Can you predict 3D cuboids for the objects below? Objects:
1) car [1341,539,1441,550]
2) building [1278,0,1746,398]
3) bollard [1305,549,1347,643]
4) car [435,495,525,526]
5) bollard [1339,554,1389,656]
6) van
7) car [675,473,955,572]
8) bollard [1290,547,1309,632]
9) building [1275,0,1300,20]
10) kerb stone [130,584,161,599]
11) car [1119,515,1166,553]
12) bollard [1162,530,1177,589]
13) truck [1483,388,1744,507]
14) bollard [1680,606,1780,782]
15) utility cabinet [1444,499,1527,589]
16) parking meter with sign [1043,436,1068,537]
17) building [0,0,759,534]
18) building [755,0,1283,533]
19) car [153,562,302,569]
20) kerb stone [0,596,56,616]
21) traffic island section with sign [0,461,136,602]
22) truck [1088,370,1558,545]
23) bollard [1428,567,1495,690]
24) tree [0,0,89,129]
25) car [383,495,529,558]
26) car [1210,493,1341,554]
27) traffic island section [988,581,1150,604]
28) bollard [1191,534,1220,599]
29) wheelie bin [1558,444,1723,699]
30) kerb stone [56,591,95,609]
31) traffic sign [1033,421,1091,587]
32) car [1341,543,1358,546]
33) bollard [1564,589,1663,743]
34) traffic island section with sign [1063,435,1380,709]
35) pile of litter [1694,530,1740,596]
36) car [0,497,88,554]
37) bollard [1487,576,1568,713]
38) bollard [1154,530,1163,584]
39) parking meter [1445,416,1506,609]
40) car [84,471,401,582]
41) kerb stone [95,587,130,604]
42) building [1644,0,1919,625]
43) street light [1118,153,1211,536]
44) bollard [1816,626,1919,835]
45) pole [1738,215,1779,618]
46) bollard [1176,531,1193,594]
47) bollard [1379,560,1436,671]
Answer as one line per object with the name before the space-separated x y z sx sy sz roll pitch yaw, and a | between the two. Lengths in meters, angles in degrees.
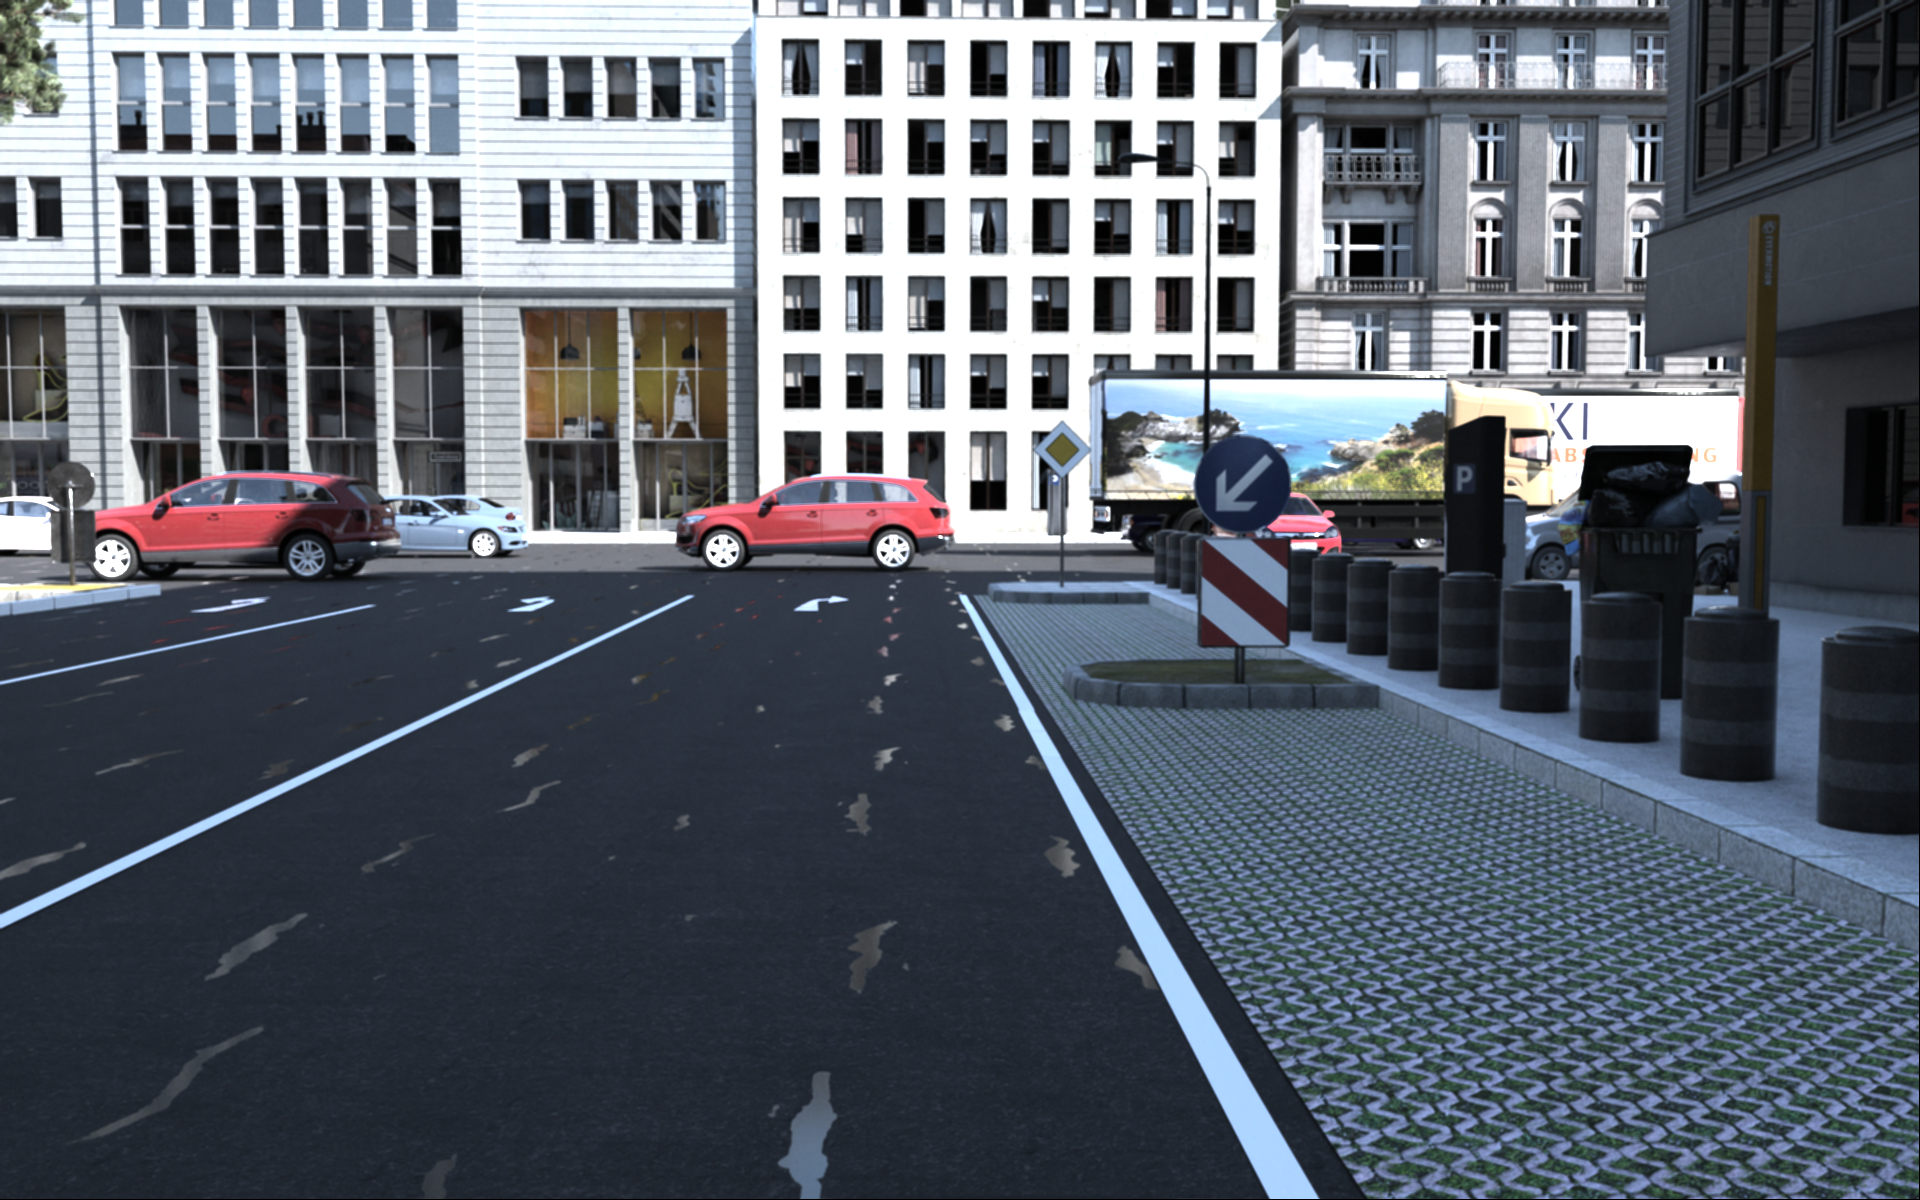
car | 10.623 -1.982 44.986 3.894 1.354 1.945 0 4 -2
building | 22.249 -13.482 62.231 24.055 21.916 13.314 0 4 -2
bollard | 3.279 -0.025 15.121 0.404 0.777 0.398 0 3 0
car | -14.364 -2.198 47.945 4.499 1.417 2.014 0 4 -2
bollard | 3.316 0.049 13.917 0.404 0.777 0.398 0 3 0
van | 10.670 -1.297 28.220 4.112 2.044 2.013 0 4 0
car | -2.740 -1.482 32.906 5.304 1.827 2.281 0 4 -1
bollard | 3.240 -0.098 16.322 0.404 0.777 0.398 0 3 0
building | 33.485 -48.132 225.215 20.611 71.187 20.563 0 4 -2
kerb stone | -11.398 -0.116 24.095 0.120 0.150 1.000 0 4 -2
car | 5.998 -1.873 43.209 3.894 1.354 1.945 0 4 -3
bollard | 3.017 -0.542 23.578 0.404 0.777 0.398 0 3 0
truck | 18.338 -3.559 47.099 11.283 4.237 2.839 0 4 0
bollard | 3.503 0.418 7.890 0.404 0.777 0.398 0 3 0
utility cabinet | 6.801 -0.689 22.425 1.020 1.237 0.306 -1 4 -12
parking meter with sign | 2.956 -3.468 52.961 0.543 3.016 1.738 1 4 13
building | -21.575 -17.308 60.472 29.804 29.767 11.434 0 4 -2
building | 1.768 -12.601 60.782 16.860 20.320 10.420 0 4 -2
car | -14.220 -1.323 33.999 4.827 1.381 2.083 0 4 -2
kerb stone | -11.304 0.077 21.016 0.120 0.150 1.000 0 4 -2
traffic island section with sign | -12.435 -0.951 23.683 2.006 1.907 1.989 0 4 -2
truck | 8.741 -3.153 40.467 11.283 4.237 2.839 0 4 -3
bollard | 3.391 0.196 11.515 0.404 0.777 0.398 0 3 0
tree | -12.863 -6.522 16.522 7.806 13.903 7.818 0 3 0
car | -12.157 -1.685 39.547 4.499 1.417 2.014 0 4 -1
car | 6.111 -1.515 33.805 2.155 1.783 4.494 0 4 -3
traffic island section | 1.423 -0.097 23.869 2.009 0.180 2.903 0 4 -2
bollard | 3.090 -0.394 21.165 0.404 0.777 0.398 0 3 0
wheelie bin | 4.337 -0.191 11.025 0.980 1.594 0.693 1 4 9
kerb stone | -11.334 0.009 22.044 0.120 0.150 1.000 0 4 -2
traffic sign | 1.399 -1.232 23.791 0.795 2.450 0.064 0 4 -2
car | 9.372 -2.352 48.051 3.694 1.707 1.945 0 4 -2
bollard | 3.466 0.344 9.091 0.404 0.777 0.398 0 3 0
traffic island section with sign | 1.772 -0.232 12.417 1.989 1.847 2.006 0 4 -2
pile of litter | 10.128 -0.500 22.148 1.719 0.858 1.176 2 4 24
car | -21.343 -1.718 40.455 4.827 1.381 2.083 0 4 -1
bollard | 3.428 0.269 10.314 0.404 0.777 0.398 0 3 0
bollard | 2.982 -0.616 24.781 0.404 0.777 0.398 0 3 0
parking meter | 3.902 -0.455 13.152 0.255 1.863 0.399 -2 4 -30
car | -12.229 -1.259 29.254 5.304 1.827 2.281 0 4 -2
kerb stone | -11.371 -0.053 23.069 0.120 0.150 1.000 0 4 -2
building | 15.081 -11.361 4.822 14.314 24.678 30.058 0 4 -2
street light | 2.856 -3.134 23.786 1.470 5.913 1.316 0 4 -2
bollard | 3.542 0.491 6.689 0.404 0.777 0.398 0 3 0
pole | 5.895 -1.159 12.795 0.158 3.312 0.155 0 3 0
bollard | 3.055 -0.468 22.366 0.404 0.777 0.398 0 3 0
bollard | 3.350 0.122 12.716 0.404 0.777 0.398 0 3 0
